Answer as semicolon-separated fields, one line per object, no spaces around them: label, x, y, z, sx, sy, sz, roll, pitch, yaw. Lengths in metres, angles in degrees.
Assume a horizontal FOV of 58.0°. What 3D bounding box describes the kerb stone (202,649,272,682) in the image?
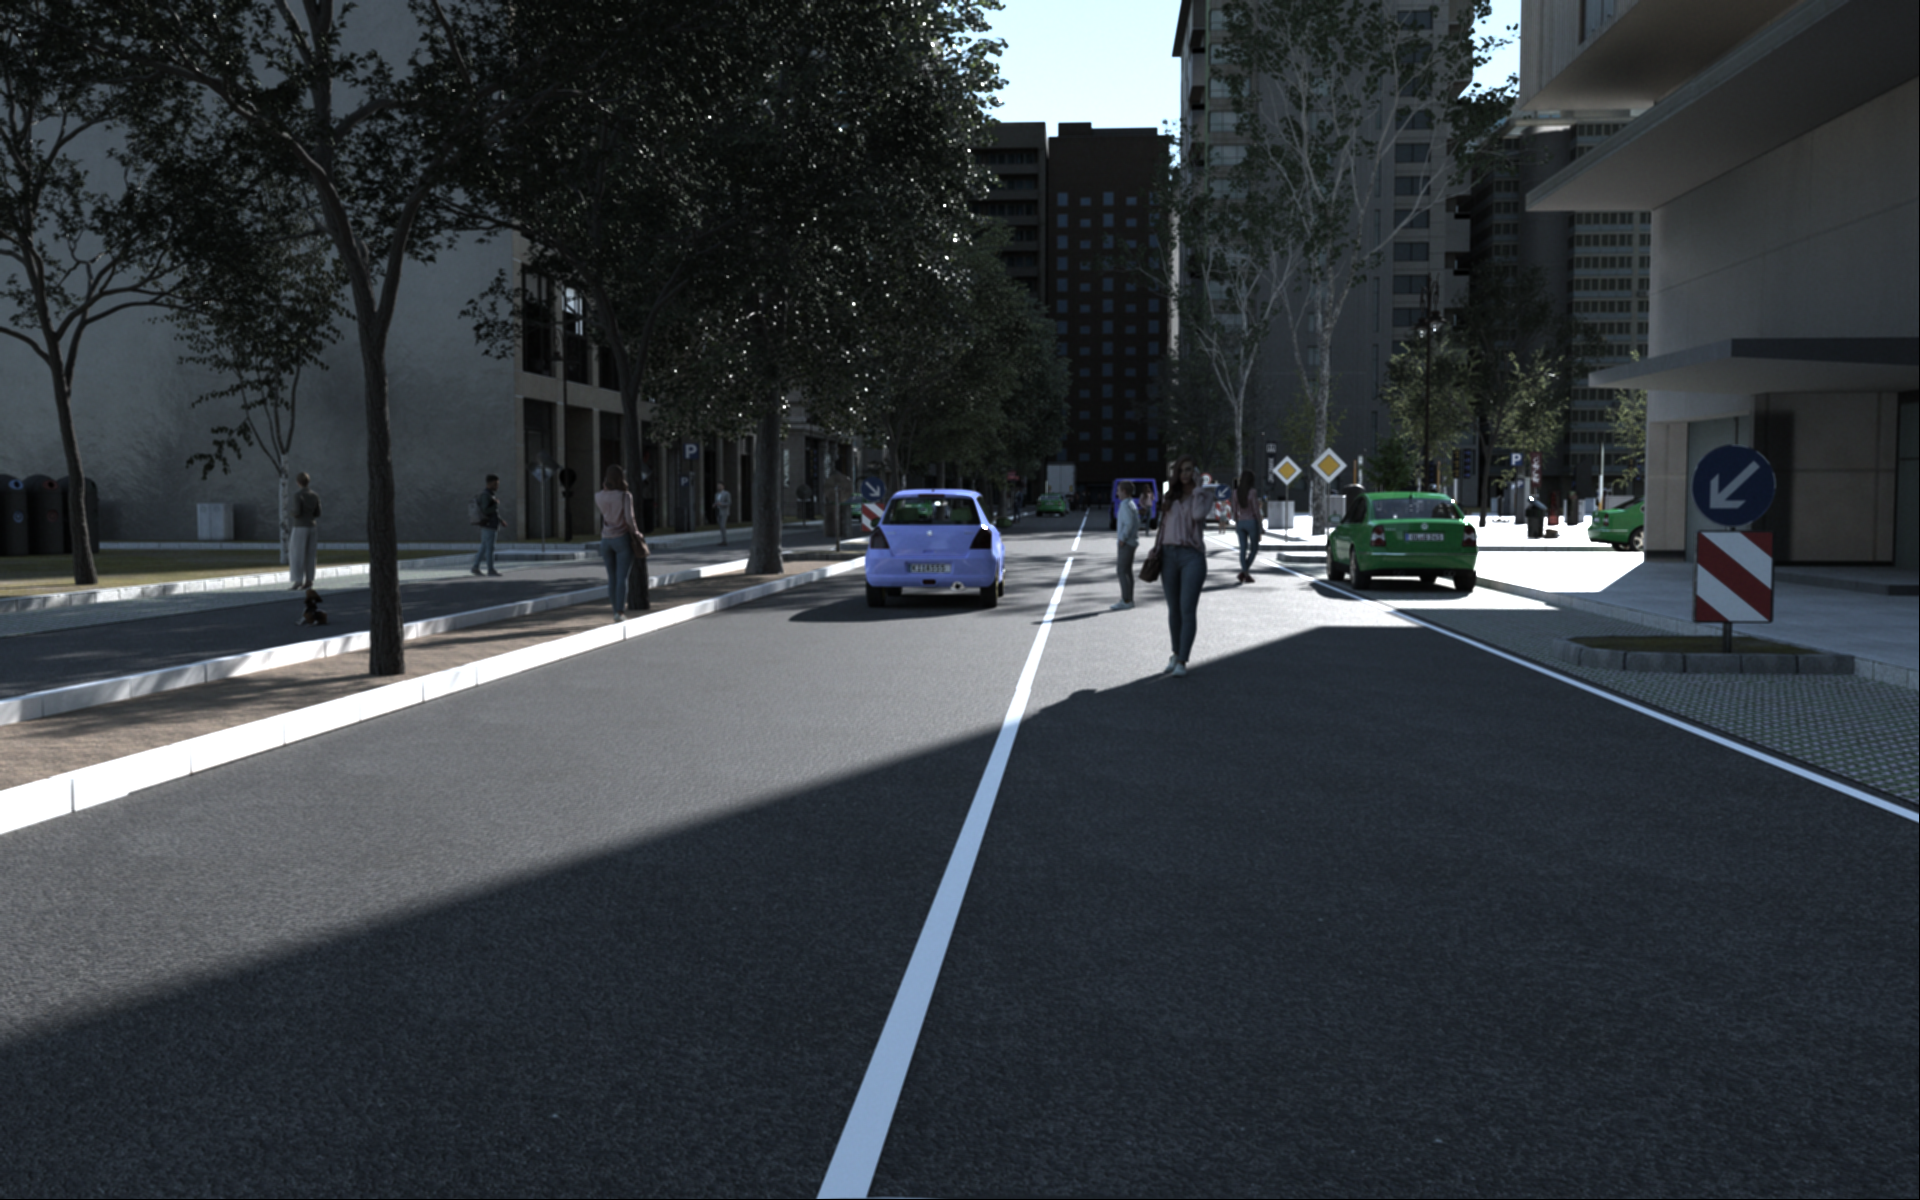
kerb stone;-5.722;0.525;13.613;0.120;0.150;1.000;0;4;4

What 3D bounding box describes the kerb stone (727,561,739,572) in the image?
kerb stone;-4.298;-0.601;32.021;0.120;0.150;1.000;0;4;4

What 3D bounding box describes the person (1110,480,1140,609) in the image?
person;2.089;-0.701;21.767;0.330;1.601;0.589;2;4;26

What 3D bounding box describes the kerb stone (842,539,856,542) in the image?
kerb stone;-3.073;-1.571;47.884;0.120;0.150;1.000;0;4;4

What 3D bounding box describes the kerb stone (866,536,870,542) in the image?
kerb stone;-2.835;-1.759;50.956;0.120;0.150;1.000;0;4;4

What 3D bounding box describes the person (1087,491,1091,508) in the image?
person;13.780;-10.712;184.435;0.445;1.727;0.742;0;4;1

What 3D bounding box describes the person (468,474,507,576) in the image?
person;-8.189;-1.300;30.109;0.721;1.781;0.623;-2;4;-27

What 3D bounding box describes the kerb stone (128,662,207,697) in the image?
kerb stone;-5.807;0.590;12.595;0.120;0.150;1.000;0;4;4

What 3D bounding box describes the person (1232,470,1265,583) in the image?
person;4.673;-1.192;28.007;0.555;1.821;0.388;2;4;31

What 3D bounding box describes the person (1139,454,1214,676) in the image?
person;1.769;-0.289;13.821;0.593;1.750;0.643;2;4;32

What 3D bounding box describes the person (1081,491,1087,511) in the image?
person;10.331;-8.271;144.538;0.445;1.727;0.742;1;4;20

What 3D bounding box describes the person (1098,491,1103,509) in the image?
person;13.174;-9.356;162.176;0.721;1.736;1.217;1;4;18

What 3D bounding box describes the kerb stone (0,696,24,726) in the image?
kerb stone;-5.955;0.715;10.557;0.120;0.150;1.000;0;4;4

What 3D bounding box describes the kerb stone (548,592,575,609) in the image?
kerb stone;-5.087;0.025;21.786;0.120;0.150;1.000;0;4;4

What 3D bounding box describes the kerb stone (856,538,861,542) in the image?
kerb stone;-2.994;-1.632;48.904;0.120;0.150;1.000;0;4;4

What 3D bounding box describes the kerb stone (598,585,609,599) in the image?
kerb stone;-4.935;-0.100;23.832;0.120;0.150;1.000;0;4;4

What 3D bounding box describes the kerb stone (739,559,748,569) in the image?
kerb stone;-4.218;-0.662;33.050;0.120;0.150;1.000;0;4;4

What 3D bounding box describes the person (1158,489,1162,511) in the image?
person;16.316;-8.171;142.108;0.705;1.823;1.348;-1;4;-11

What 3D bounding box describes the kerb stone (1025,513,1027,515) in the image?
kerb stone;4.238;-5.688;115.193;0.120;0.150;1.000;0;4;4

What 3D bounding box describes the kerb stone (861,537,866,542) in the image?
kerb stone;-2.914;-1.692;49.929;0.120;0.150;1.000;0;4;4

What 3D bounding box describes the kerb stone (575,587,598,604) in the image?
kerb stone;-5.007;-0.038;22.809;0.120;0.150;1.000;0;4;4

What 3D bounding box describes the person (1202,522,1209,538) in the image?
person;6.564;-2.134;48.890;1.012;1.151;0.738;0;4;0

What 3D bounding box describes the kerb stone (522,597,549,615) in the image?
kerb stone;-5.175;0.092;20.757;0.120;0.150;1.000;0;4;4

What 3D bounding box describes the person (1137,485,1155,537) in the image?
person;6.196;-3.018;58.441;0.593;1.750;0.643;-3;5;-40

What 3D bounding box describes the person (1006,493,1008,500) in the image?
person;3.473;-7.757;136.043;0.721;1.735;1.217;3;4;36

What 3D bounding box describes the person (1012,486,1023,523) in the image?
person;2.804;-4.650;84.711;0.419;1.800;0.721;-3;4;-37

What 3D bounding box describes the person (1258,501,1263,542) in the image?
person;8.212;-2.121;47.860;0.332;1.250;0.352;2;4;24

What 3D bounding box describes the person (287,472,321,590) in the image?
person;-9.823;-1.030;25.889;0.362;1.759;0.519;2;4;29

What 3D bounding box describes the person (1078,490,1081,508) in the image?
person;12.388;-10.535;180.768;0.705;1.821;1.348;1;4;13

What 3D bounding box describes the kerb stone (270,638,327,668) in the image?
kerb stone;-5.649;0.463;14.633;0.120;0.150;1.000;0;4;4

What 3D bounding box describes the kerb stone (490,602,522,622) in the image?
kerb stone;-5.248;0.151;19.731;0.120;0.150;1.000;0;4;4

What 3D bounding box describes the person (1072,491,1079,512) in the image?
person;9.081;-7.730;136.359;0.593;1.643;0.415;0;4;-3

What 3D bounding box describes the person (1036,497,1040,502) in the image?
person;6.809;-8.266;146.882;0.697;1.427;0.421;1;4;10

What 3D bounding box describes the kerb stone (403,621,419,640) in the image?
kerb stone;-5.486;0.342;16.671;0.120;0.150;1.000;0;4;4

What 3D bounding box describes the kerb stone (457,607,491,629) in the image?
kerb stone;-5.324;0.213;18.712;0.120;0.150;1.000;0;4;4

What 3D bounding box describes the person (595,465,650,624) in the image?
person;-3.727;-0.599;18.882;0.593;1.750;0.643;1;4;17

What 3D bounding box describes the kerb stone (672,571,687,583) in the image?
kerb stone;-4.616;-0.349;27.932;0.120;0.150;1.000;0;4;4

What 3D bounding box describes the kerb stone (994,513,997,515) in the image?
kerb stone;2.462;-5.947;119.431;0.120;0.150;1.000;0;4;4

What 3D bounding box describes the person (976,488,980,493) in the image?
person;1.385;-7.529;131.230;0.705;1.869;1.348;-1;4;-15

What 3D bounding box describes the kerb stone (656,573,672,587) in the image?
kerb stone;-4.697;-0.288;26.906;0.120;0.150;1.000;0;4;4

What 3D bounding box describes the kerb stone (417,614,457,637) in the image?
kerb stone;-5.405;0.276;17.690;0.120;0.150;1.000;0;4;4

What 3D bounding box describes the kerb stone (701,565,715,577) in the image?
kerb stone;-4.460;-0.476;29.978;0.120;0.150;1.000;0;4;4

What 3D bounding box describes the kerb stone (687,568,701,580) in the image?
kerb stone;-4.538;-0.413;28.959;0.120;0.150;1.000;0;4;4

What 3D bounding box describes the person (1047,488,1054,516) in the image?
person;6.025;-6.527;114.987;0.659;1.850;0.755;1;4;20

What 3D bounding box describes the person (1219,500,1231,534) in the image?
person;9.490;-2.964;61.979;0.505;1.210;0.382;2;4;26

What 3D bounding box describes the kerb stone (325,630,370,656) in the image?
kerb stone;-5.565;0.400;15.652;0.120;0.150;1.000;0;4;4

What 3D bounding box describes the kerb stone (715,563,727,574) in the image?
kerb stone;-4.380;-0.536;31.003;0.120;0.150;1.000;0;4;4

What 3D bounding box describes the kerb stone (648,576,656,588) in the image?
kerb stone;-4.772;-0.226;25.886;0.120;0.150;1.000;0;4;4

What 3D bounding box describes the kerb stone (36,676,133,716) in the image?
kerb stone;-5.881;0.650;11.576;0.120;0.150;1.000;0;4;4

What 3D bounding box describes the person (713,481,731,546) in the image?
person;-6.666;-2.408;48.065;0.606;1.804;0.583;2;4;34
